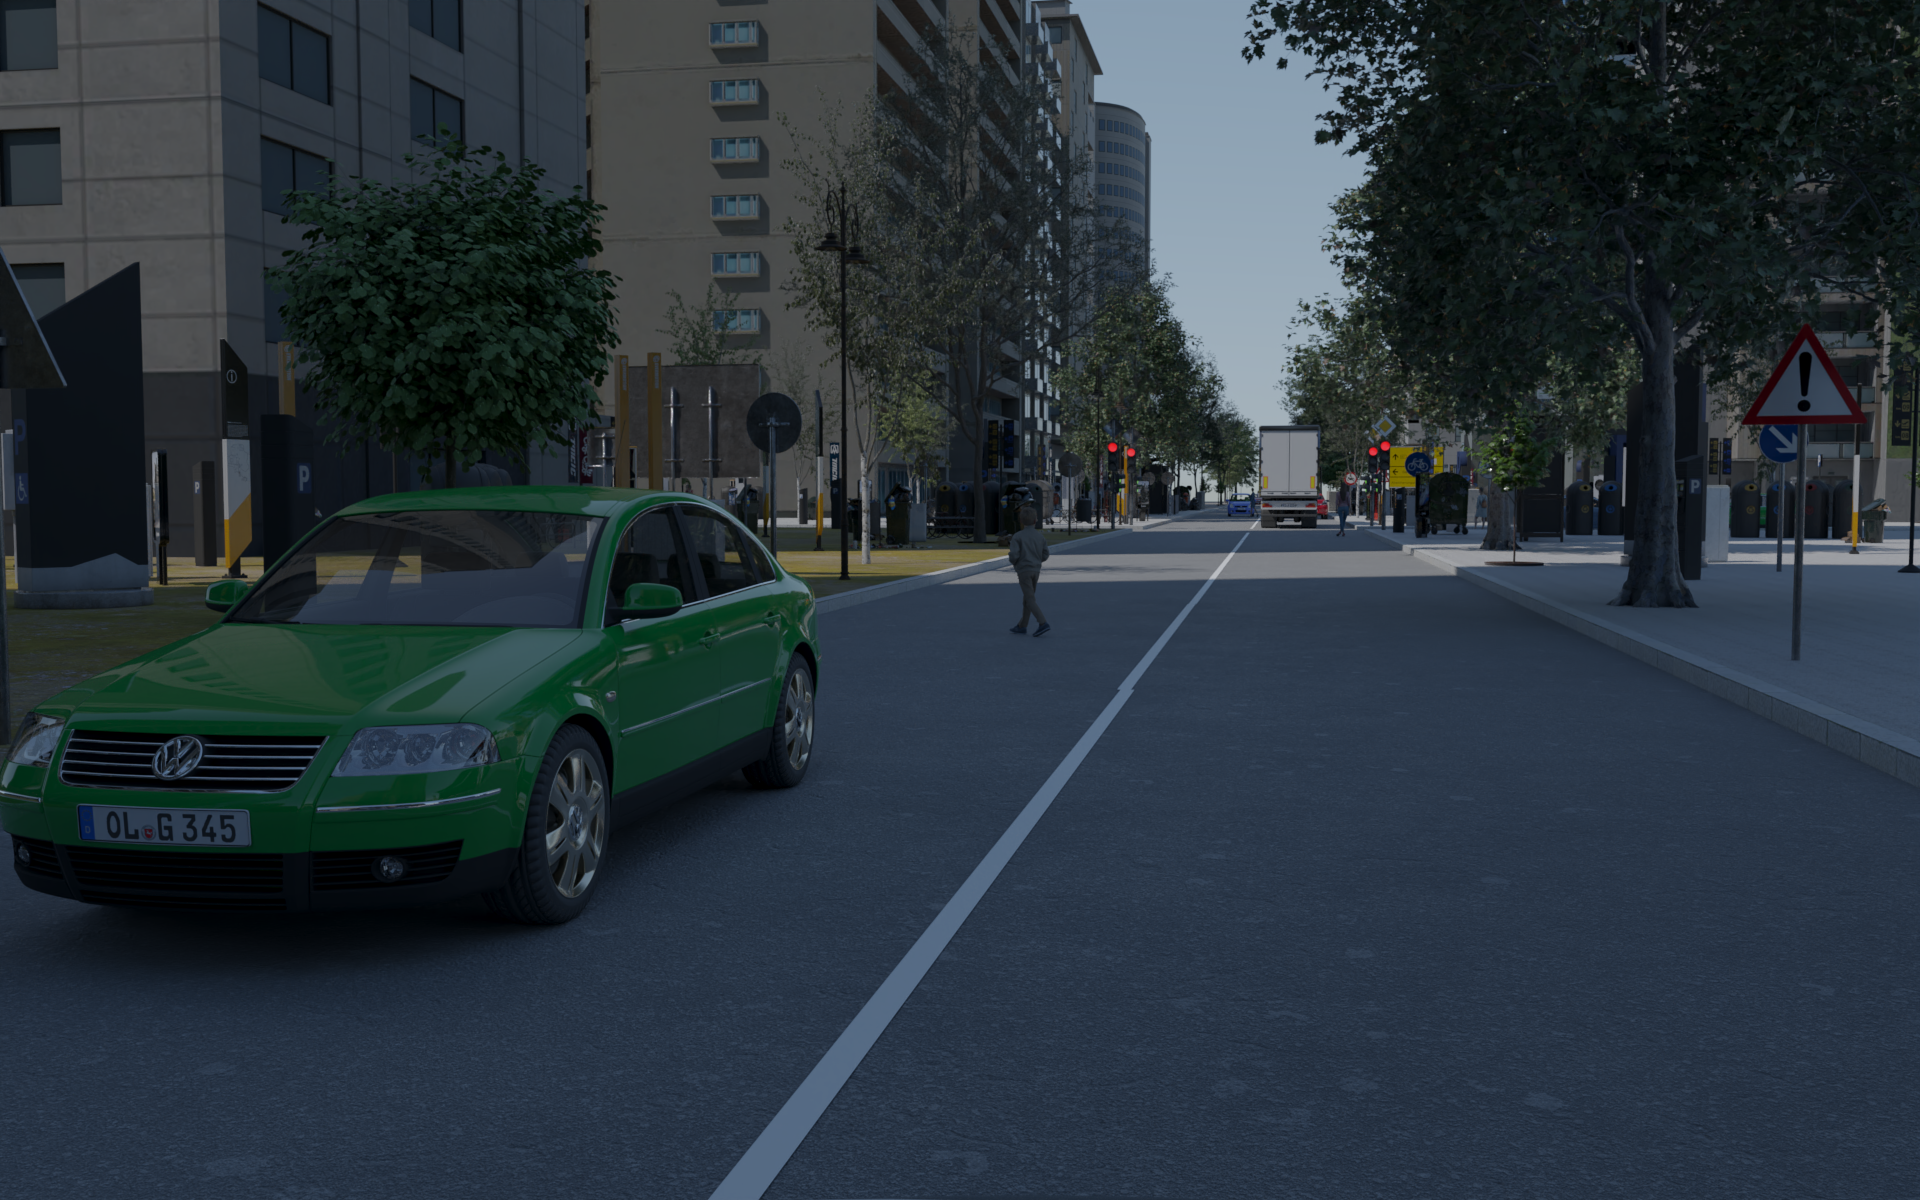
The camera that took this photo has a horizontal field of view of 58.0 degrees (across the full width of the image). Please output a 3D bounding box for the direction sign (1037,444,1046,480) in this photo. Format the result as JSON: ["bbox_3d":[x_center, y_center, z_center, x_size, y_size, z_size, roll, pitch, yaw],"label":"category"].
[{"bbox_3d":[3.714,-5.320,78.981,0.379,3.537,0.876,2,4,26],"label":"direction sign"}]

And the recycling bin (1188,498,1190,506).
[{"bbox_3d":[18.561,-7.983,143.081,0.722,1.027,0.722,-1,4,-23],"label":"recycling bin"}]

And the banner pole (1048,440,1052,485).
[{"bbox_3d":[4.178,-5.532,80.472,0.401,3.779,0.863,-1,4,-9],"label":"banner pole"}]

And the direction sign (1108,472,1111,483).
[{"bbox_3d":[10.784,-7.996,122.729,0.379,3.537,0.876,-2,4,-34],"label":"direction sign"}]

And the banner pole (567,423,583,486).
[{"bbox_3d":[-10.417,-3.488,47.050,0.401,3.779,0.863,1,4,22],"label":"banner pole"}]

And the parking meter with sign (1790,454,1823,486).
[{"bbox_3d":[36.996,-4.900,76.382,1.738,3.016,0.543,1,4,16],"label":"parking meter with sign"}]

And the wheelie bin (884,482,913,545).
[{"bbox_3d":[-1.555,-2.209,44.023,0.693,1.594,0.980,0,4,4],"label":"wheelie bin"}]

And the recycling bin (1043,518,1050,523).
[{"bbox_3d":[3.630,-3.993,77.847,0.722,1.027,0.722,-3,5,-44],"label":"recycling bin"}]

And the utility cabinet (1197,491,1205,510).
[{"bbox_3d":[19.751,-8.155,142.012,0.318,1.500,1.173,-1,4,-11],"label":"utility cabinet"}]

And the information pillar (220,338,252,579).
[{"bbox_3d":[-11.025,-2.141,26.364,0.183,3.616,0.504,1,4,20],"label":"information pillar"}]

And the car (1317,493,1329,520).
[{"bbox_3d":[20.026,-5.497,98.910,2.155,1.783,4.494,1,4,9],"label":"car"}]

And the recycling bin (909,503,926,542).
[{"bbox_3d":[-1.291,-2.094,46.784,0.722,1.027,0.722,0,4,-5],"label":"recycling bin"}]

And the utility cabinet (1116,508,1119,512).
[{"bbox_3d":[11.516,-6.855,120.752,1.173,1.500,0.318,0,4,-1],"label":"utility cabinet"}]

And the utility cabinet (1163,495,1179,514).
[{"bbox_3d":[13.849,-6.278,113.814,1.020,1.237,0.306,0,4,0],"label":"utility cabinet"}]

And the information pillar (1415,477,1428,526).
[{"bbox_3d":[15.155,-3.204,56.872,0.304,2.012,0.304,-2,4,-34],"label":"information pillar"}]

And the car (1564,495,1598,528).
[{"bbox_3d":[23.495,-3.244,65.045,4.499,1.417,2.014,1,4,10],"label":"car"}]

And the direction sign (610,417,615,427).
[{"bbox_3d":[-9.803,-3.601,50.872,0.876,3.537,0.379,-1,4,-21],"label":"direction sign"}]

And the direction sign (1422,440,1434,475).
[{"bbox_3d":[19.418,-4.888,71.922,0.379,3.537,0.876,-1,4,-17],"label":"direction sign"}]

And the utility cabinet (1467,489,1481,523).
[{"bbox_3d":[22.198,-4.088,75.521,1.173,1.500,0.318,-2,4,-25],"label":"utility cabinet"}]

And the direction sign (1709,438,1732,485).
[{"bbox_3d":[30.613,-4.758,69.794,0.876,3.537,0.379,0,4,3],"label":"direction sign"}]

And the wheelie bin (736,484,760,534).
[{"bbox_3d":[-6.827,-2.929,55.804,0.693,1.594,0.980,-1,4,-23],"label":"wheelie bin"}]

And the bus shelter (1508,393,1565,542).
[{"bbox_3d":[16.516,-4.440,50.224,2.179,5.291,8.768,1,4,10],"label":"bus shelter"}]

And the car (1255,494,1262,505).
[{"bbox_3d":[34.365,-11.678,199.974,2.155,1.783,4.494,1,4,10],"label":"car"}]

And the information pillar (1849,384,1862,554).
[{"bbox_3d":[19.161,-2.793,37.016,0.183,3.616,0.504,2,4,24],"label":"information pillar"}]

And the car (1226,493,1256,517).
[{"bbox_3d":[17.955,-6.183,110.678,1.945,1.707,3.694,1,4,9],"label":"car"}]

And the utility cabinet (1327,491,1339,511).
[{"bbox_3d":[27.545,-7.268,127.508,1.173,1.500,0.318,-2,4,-28],"label":"utility cabinet"}]

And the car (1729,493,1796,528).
[{"bbox_3d":[28.723,-3.329,63.232,4.718,1.807,1.959,1,4,8],"label":"car"}]

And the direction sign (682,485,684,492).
[{"bbox_3d":[-10.311,-4.425,64.350,0.876,3.537,0.379,-2,4,-32],"label":"direction sign"}]

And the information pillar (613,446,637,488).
[{"bbox_3d":[-5.184,-1.367,26.844,0.304,2.012,0.304,-2,4,-29],"label":"information pillar"}]

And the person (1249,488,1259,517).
[{"bbox_3d":[18.036,-5.989,106.449,0.654,1.822,0.581,3,5,41],"label":"person"}]

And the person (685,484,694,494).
[{"bbox_3d":[-11.083,-3.815,70.851,0.573,1.828,0.580,-2,4,-35],"label":"person"}]

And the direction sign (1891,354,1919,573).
[{"bbox_3d":[15.525,-2.213,28.177,0.876,3.537,0.379,-1,4,-13],"label":"direction sign"}]

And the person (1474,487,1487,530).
[{"bbox_3d":[19.798,-3.442,65.777,0.512,1.701,0.522,-2,4,-25],"label":"person"}]

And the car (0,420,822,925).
[{"bbox_3d":[-1.888,0.093,7.277,1.959,1.807,4.718,1,4,10],"label":"car"}]

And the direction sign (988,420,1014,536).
[{"bbox_3d":[1.254,-3.725,52.904,0.876,3.537,0.379,2,4,27],"label":"direction sign"}]

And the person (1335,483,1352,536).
[{"bbox_3d":[12.964,-3.059,58.529,0.555,1.821,0.388,0,4,-2],"label":"person"}]

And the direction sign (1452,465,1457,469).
[{"bbox_3d":[38.028,-8.640,133.268,0.876,3.537,0.379,1,4,12],"label":"direction sign"}]

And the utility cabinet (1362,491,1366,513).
[{"bbox_3d":[29.707,-7.416,129.930,1.173,1.500,0.318,-1,4,-18],"label":"utility cabinet"}]

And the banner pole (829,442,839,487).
[{"bbox_3d":[-5.178,-5.109,73.545,0.863,3.779,0.401,2,4,24],"label":"banner pole"}]

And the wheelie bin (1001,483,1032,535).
[{"bbox_3d":[1.659,-2.546,49.537,0.980,1.594,0.693,-3,4,-37],"label":"wheelie bin"}]

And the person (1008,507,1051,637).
[{"bbox_3d":[0.684,-0.289,17.502,0.475,1.303,0.640,-3,5,-44],"label":"person"}]

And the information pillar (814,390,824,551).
[{"bbox_3d":[-3.148,-2.898,38.736,0.183,3.616,0.504,-1,4,-15],"label":"information pillar"}]

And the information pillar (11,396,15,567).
[{"bbox_3d":[-16.589,-2.391,30.439,0.183,3.616,0.504,-2,4,-28],"label":"information pillar"}]

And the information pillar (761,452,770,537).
[{"bbox_3d":[-5.753,-3.666,51.295,0.183,3.616,0.504,-1,4,-18],"label":"information pillar"}]

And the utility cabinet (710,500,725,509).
[{"bbox_3d":[-3.197,-0.522,19.691,1.020,1.237,0.306,1,4,16],"label":"utility cabinet"}]

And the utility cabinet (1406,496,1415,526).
[{"bbox_3d":[18.554,-3.593,69.903,1.020,1.237,0.306,1,4,22],"label":"utility cabinet"}]

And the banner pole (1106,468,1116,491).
[{"bbox_3d":[12.348,-9.443,144.408,0.401,3.779,0.863,3,5,42],"label":"banner pole"}]

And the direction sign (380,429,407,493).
[{"bbox_3d":[-9.884,-2.343,30.297,0.379,3.537,0.876,1,4,13],"label":"direction sign"}]

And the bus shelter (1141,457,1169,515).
[{"bbox_3d":[12.579,-7.259,109.965,1.731,3.624,6.357,1,4,10],"label":"bus shelter"}]

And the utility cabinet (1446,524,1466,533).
[{"bbox_3d":[16.669,-2.873,58.138,0.306,1.237,1.020,0,4,-7],"label":"utility cabinet"}]
